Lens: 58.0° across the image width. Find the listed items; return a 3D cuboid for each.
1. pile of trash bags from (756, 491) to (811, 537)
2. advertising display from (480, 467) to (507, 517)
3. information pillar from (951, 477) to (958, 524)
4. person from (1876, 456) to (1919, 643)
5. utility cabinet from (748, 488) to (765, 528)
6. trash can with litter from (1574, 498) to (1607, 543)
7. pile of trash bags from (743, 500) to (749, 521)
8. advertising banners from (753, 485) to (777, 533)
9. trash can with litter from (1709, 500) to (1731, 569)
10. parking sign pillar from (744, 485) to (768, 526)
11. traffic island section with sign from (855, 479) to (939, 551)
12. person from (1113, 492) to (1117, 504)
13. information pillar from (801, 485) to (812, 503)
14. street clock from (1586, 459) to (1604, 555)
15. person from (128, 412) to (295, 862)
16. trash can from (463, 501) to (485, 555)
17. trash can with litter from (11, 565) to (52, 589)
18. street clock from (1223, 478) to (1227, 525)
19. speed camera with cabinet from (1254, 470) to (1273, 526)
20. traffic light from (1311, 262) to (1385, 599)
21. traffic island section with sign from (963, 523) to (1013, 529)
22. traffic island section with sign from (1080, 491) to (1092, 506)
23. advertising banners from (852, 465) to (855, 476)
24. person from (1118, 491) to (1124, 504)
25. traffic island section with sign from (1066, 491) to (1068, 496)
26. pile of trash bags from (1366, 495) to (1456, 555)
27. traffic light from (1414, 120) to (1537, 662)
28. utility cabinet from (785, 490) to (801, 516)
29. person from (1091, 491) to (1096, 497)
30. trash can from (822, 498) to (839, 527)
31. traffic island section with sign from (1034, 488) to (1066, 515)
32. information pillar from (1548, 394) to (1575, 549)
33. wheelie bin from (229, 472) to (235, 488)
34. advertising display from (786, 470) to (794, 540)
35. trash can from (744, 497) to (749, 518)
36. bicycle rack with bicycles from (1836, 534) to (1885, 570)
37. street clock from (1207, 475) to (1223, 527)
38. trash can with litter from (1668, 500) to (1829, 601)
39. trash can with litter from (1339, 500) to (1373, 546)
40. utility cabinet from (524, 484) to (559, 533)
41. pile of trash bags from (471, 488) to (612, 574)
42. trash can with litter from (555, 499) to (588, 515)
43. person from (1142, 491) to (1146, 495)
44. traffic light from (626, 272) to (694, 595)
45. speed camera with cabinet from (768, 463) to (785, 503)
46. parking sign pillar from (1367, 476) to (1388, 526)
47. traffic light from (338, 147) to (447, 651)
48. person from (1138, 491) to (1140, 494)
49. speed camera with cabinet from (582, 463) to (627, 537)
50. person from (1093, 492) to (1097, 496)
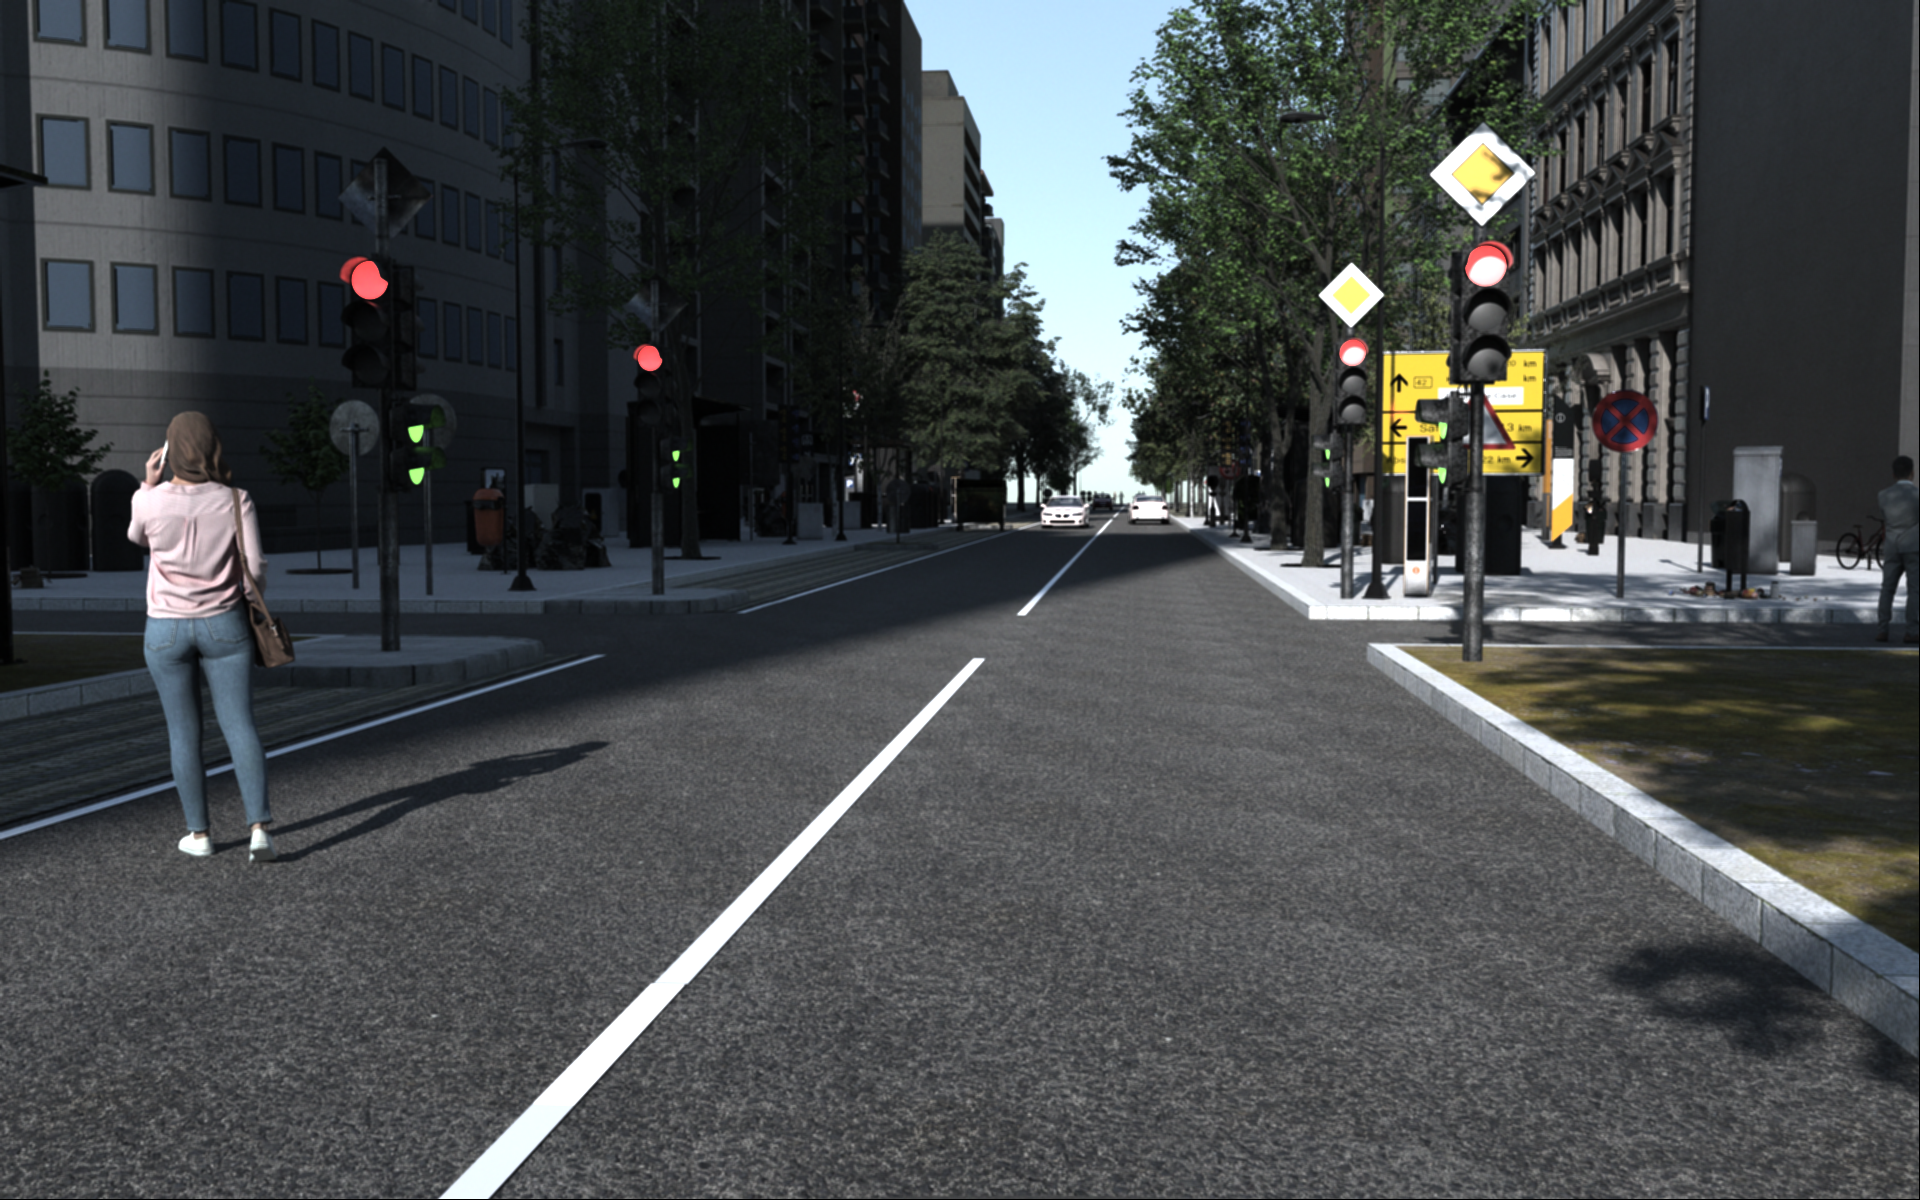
[{"bbox_3d":[-5.302,-2.650,53.086,1.912,1.369,3.447,0,4,-7],"label":"pile of trash bags"},{"bbox_3d":[-11.314,-2.252,42.029,0.123,1.923,0.974,1,4,16],"label":"advertising display"},{"bbox_3d":[-0.172,-4.312,74.988,0.304,2.012,0.304,-3,4,-38],"label":"information pillar"},{"bbox_3d":[9.173,-0.495,16.780,0.511,1.800,0.466,3,4,36],"label":"person"},{"bbox_3d":[-7.742,-3.498,65.865,0.318,1.500,1.173,1,4,10],"label":"utility cabinet"},{"bbox_3d":[16.325,-2.055,44.986,0.624,1.170,1.055,-1,4,-11],"label":"trash can with litter"},{"bbox_3d":[-9.099,-4.064,76.199,3.447,1.369,1.912,1,4,20],"label":"pile of trash bags"},{"bbox_3d":[-6.523,-3.804,58.377,0.090,3.025,2.074,1,4,17],"label":"advertising banners"},{"bbox_3d":[13.344,-1.128,29.832,0.624,1.170,1.055,0,4,1],"label":"trash can with litter"},{"bbox_3d":[-7.985,-4.977,69.852,1.447,3.967,1.447,-1,4,-10],"label":"parking sign pillar"},{"bbox_3d":[-1.590,-2.200,44.601,1.989,1.847,2.006,0,4,6],"label":"traffic island section with sign"},{"bbox_3d":[22.233,-14.572,247.277,0.750,1.759,0.617,3,5,40],"label":"person"},{"bbox_3d":[-5.762,-3.711,65.163,0.304,2.012,0.304,2,4,31],"label":"information pillar"},{"bbox_3d":[13.288,-1.938,36.264,0.358,2.002,0.471,2,4,26],"label":"street clock"},{"bbox_3d":[-2.914,0.142,6.770,0.593,1.750,0.643,-2,4,-25],"label":"person"},{"bbox_3d":[-10.137,-1.532,36.696,0.748,1.137,0.748,0,3,0],"label":"trash can"},{"bbox_3d":[-12.961,-0.740,23.494,1.055,1.170,0.624,-3,4,-39],"label":"trash can with litter"},{"bbox_3d":[10.987,-4.156,72.522,0.358,2.002,0.471,1,4,17],"label":"street clock"},{"bbox_3d":[11.777,-4.406,66.369,0.660,3.252,2.038,1,4,22],"label":"speed camera with cabinet"},{"bbox_3d":[4.731,-1.972,21.156,0.839,4.253,0.868,0,4,6],"label":"traffic light"},{"bbox_3d":[1.162,-3.861,71.752,1.989,1.847,2.006,0,4,6],"label":"traffic island section with sign"},{"bbox_3d":[17.301,-13.579,230.639,1.989,1.847,2.006,0,4,6],"label":"traffic island section with sign"},{"bbox_3d":[-5.020,-6.030,94.778,2.074,3.025,0.090,-2,4,-30],"label":"advertising banners"},{"bbox_3d":[22.302,-14.139,239.755,0.705,1.814,1.350,-2,4,-34],"label":"person"},{"bbox_3d":[8.961,-8.556,148.514,1.989,1.847,2.006,0,4,6],"label":"traffic island section with sign"},{"bbox_3d":[9.879,-1.706,37.649,1.912,1.369,3.447,0,4,6],"label":"pile of trash bags"},{"bbox_3d":[3.924,-1.486,13.212,0.839,4.253,0.868,0,4,6],"label":"traffic light"},{"bbox_3d":[-9.349,-5.459,97.941,1.173,1.500,0.318,0,4,-8],"label":"utility cabinet"},{"bbox_3d":[15.924,-12.031,205.741,0.750,1.759,0.617,0,4,-1],"label":"person"},{"bbox_3d":[-4.980,-3.387,67.038,0.748,1.137,0.748,0,3,0],"label":"trash can"},{"bbox_3d":[6.236,-6.916,121.697,1.989,1.847,2.006,0,4,6],"label":"traffic island section with sign"},{"bbox_3d":[14.087,-3.007,40.518,0.504,3.616,0.183,0,4,-1],"label":"information pillar"},{"bbox_3d":[-10.219,-0.953,23.490,0.980,1.594,0.693,-2,4,-33],"label":"wheelie bin"},{"bbox_3d":[-4.544,-2.506,46.189,0.123,1.923,0.974,-1,4,-10],"label":"advertising display"},{"bbox_3d":[-10.908,-4.798,90.096,0.748,1.137,0.748,0,3,0],"label":"trash can"},{"bbox_3d":[16.197,-0.911,28.284,2.852,0.926,2.925,0,4,-3],"label":"bicycle rack with bicycles"},{"bbox_3d":[9.816,-3.832,67.228,0.358,2.002,0.471,-2,4,-26],"label":"street clock"},{"bbox_3d":[9.801,-0.664,21.908,1.678,1.210,2.233,0,4,5],"label":"trash can with litter"},{"bbox_3d":[9.898,-1.920,42.782,1.055,1.170,0.624,3,5,41],"label":"trash can with litter"},{"bbox_3d":[-9.305,-1.820,38.431,0.318,1.500,1.173,1,4,13],"label":"utility cabinet"},{"bbox_3d":[-7.274,-1.189,29.191,1.912,1.369,3.447,1,4,10],"label":"pile of trash bags"},{"bbox_3d":[-8.534,-1.588,37.350,0.624,1.170,1.055,1,4,23],"label":"trash can with litter"},{"bbox_3d":[25.179,-14.022,237.891,1.348,1.807,0.705,-1,4,-9],"label":"person"},{"bbox_3d":[-3.838,-2.024,22.007,0.839,4.253,0.868,0,4,6],"label":"traffic light"},{"bbox_3d":[-8.925,-5.293,80.882,0.660,3.252,2.038,-3,4,-37],"label":"speed camera with cabinet"},{"bbox_3d":[17.362,-5.024,70.615,1.447,3.967,1.447,2,4,34],"label":"parking sign pillar"},{"bbox_3d":[-4.645,-1.538,14.063,0.839,4.253,0.868,0,4,6],"label":"traffic light"},{"bbox_3d":[23.881,-13.596,230.878,1.350,1.814,0.705,0,4,1],"label":"person"},{"bbox_3d":[-10.304,-3.497,51.515,2.038,3.252,0.660,2,4,30],"label":"speed camera with cabinet"},{"bbox_3d":[18.738,-13.986,237.990,1.217,1.723,0.721,-2,4,-29],"label":"person"}]
